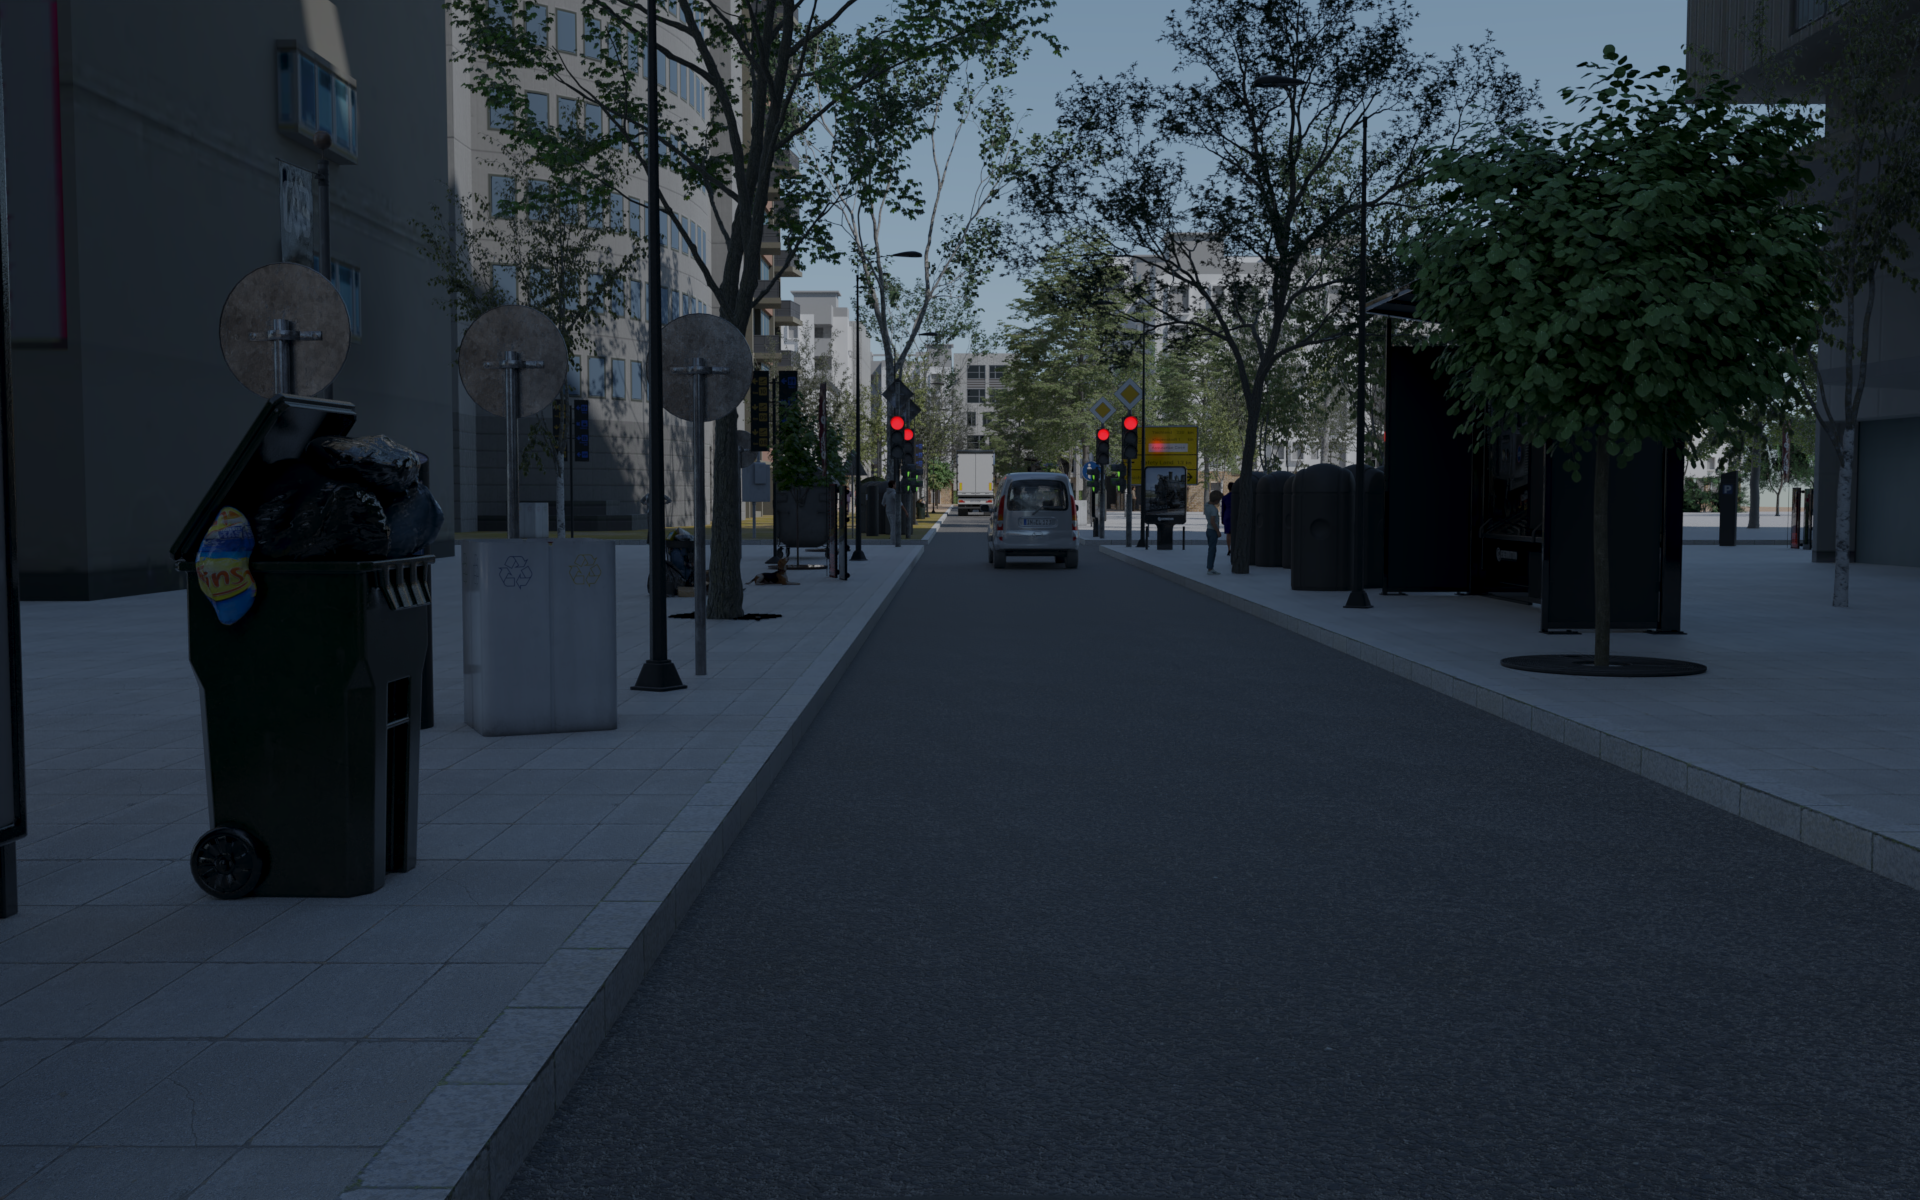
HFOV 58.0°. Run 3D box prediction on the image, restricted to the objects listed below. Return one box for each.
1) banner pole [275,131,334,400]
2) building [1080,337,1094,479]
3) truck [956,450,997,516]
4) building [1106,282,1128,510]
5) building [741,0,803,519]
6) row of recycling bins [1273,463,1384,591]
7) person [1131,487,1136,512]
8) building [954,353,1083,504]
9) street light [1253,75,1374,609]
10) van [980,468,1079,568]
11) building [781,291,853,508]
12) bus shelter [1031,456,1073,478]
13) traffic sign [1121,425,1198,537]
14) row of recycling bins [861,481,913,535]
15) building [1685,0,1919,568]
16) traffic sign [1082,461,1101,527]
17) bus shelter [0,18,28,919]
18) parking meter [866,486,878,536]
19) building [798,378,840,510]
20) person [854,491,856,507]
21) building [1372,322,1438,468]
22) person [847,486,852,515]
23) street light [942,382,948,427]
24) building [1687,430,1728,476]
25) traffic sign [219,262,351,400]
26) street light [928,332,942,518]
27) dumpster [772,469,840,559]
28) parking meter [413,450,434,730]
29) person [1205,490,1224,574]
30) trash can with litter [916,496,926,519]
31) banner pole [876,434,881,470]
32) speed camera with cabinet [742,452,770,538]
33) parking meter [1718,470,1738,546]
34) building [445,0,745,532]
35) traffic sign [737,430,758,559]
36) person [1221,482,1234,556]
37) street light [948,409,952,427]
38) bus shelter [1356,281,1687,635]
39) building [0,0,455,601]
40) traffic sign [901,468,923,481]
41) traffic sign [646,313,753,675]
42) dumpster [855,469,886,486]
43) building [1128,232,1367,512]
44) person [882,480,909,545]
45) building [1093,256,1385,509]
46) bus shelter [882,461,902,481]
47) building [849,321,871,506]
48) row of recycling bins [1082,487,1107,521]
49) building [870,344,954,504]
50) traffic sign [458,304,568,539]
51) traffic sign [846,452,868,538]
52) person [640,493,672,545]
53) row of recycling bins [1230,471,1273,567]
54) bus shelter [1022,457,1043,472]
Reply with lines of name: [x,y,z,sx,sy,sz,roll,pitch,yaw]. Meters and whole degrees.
banner pole: [-4.419,-1.334,11.822,0.401,3.779,0.863,0,4,6]
building: [21.145,-20.227,187.125,16.016,20.091,11.380,0,3,0]
truck: [1.077,-7.766,115.892,2.839,4.237,11.283,0,4,1]
building: [20.254,-17.503,142.600,16.016,20.091,11.380,0,3,0]
building: [-20.849,-27.224,99.737,22.147,44.769,28.867,0,3,0]
row of recycling bins: [5.755,-1.045,24.196,1.069,1.692,3.534,3,5,39]
person: [12.695,-7.371,126.568,0.705,1.823,1.348,0,4,1]
building: [14.946,-21.979,225.820,31.486,18.905,16.747,0,3,0]
street light: [3.955,-2.865,19.380,1.470,5.913,1.316,0,3,0]
van: [1.430,-1.695,34.731,2.013,2.044,4.112,0,4,-1]
building: [-17.825,-18.503,158.950,16.016,20.091,11.380,0,3,0]
bus shelter: [4.949,-6.105,93.737,2.014,3.302,5.546,0,3,0]
traffic sign: [5.935,-3.525,51.499,2.265,3.308,0.079,1,4,9]
row of recycling bins: [-2.448,-2.982,55.876,1.069,1.692,3.534,-1,4,-21]
building: [27.090,-26.270,18.753,28.713,52.752,27.495,0,3,0]
traffic sign: [5.131,-4.121,67.489,0.768,2.556,0.104,0,4,7]
bus shelter: [-3.682,-1.421,0.873,2.179,5.291,8.768,0,3,0]
parking meter: [-2.669,-2.709,52.701,0.372,1.533,0.369,0,3,0]
building: [-14.185,-12.075,139.578,9.099,9.664,28.070,0,3,0]
person: [-10.451,-10.122,173.004,0.593,1.643,0.415,3,4,37]
building: [52.993,-19.497,185.237,31.486,18.905,16.747,0,3,0]
person: [-6.890,-5.991,104.446,0.683,1.767,0.568,-1,4,-18]
street light: [-1.349,-6.073,71.834,1.470,5.913,1.316,0,3,0]
building: [74.923,-20.121,185.392,11.380,20.091,16.016,0,3,0]
traffic sign: [-3.723,-0.577,9.548,0.768,2.556,0.104,0,4,7]
street light: [-1.327,-4.723,49.758,1.470,5.913,1.316,0,3,0]
dumpster: [-3.075,-1.769,34.678,1.264,1.857,1.865,0,3,0]
parking meter: [-3.086,-0.065,9.474,0.372,1.533,0.369,0,3,0]
person: [4.064,-1.085,27.690,0.340,1.345,0.435,-1,4,-20]
trash can with litter: [-2.230,-4.651,87.436,1.055,1.170,0.624,1,4,8]
banner pole: [-3.334,-4.981,71.450,0.401,3.779,0.863,-1,4,-15]
speed camera with cabinet: [-5.361,-3.455,50.819,2.038,3.252,0.660,-2,4,-31]
parking meter: [18.904,-2.259,42.639,0.399,1.863,0.255,3,4,37]
building: [-21.134,-32.293,69.991,21.231,58.520,28.212,0,3,0]
traffic sign: [-4.382,-2.097,34.386,0.768,2.556,0.104,1,4,8]
person: [5.655,-1.694,36.108,0.453,1.535,0.546,0,4,0]
street light: [-1.243,-7.441,94.202,1.470,5.913,1.316,0,3,0]
bus shelter: [5.858,-1.687,18.859,1.731,3.624,6.357,0,3,0]
building: [-20.919,-24.458,23.594,21.600,48.544,21.300,0,3,0]
traffic sign: [-1.883,-4.156,67.960,0.884,2.594,0.081,0,4,2]
traffic sign: [-1.838,-0.740,12.211,0.768,2.556,0.104,0,4,4]
dumpster: [-3.377,-4.013,68.100,1.502,2.255,1.985,0,4,0]
building: [21.448,-16.794,130.995,16.016,20.091,11.380,0,3,0]
person: [-1.729,-2.315,46.495,0.789,1.805,0.875,-3,4,-38]
building: [26.447,-19.627,164.868,27.936,21.610,32.646,0,3,0]
bus shelter: [-3.090,-6.144,94.371,2.014,3.302,5.546,0,4,0]
building: [-25.740,-19.506,185.376,31.486,18.905,16.747,0,3,0]
row of recycling bins: [6.204,-4.481,80.385,1.069,1.692,3.534,1,4,10]
building: [-6.488,-22.514,224.522,11.380,20.091,16.016,0,3,0]
traffic sign: [-3.012,-0.707,11.662,0.768,2.556,0.104,0,4,7]
traffic sign: [-3.119,-3.078,50.325,0.884,2.594,0.081,1,4,8]
person: [-8.145,-2.268,46.298,0.841,1.734,0.376,0,4,2]
row of recycling bins: [5.889,-1.410,30.165,1.069,1.692,3.534,-2,4,-25]
bus shelter: [5.056,-7.514,114.139,1.731,3.624,6.357,0,4,0]
